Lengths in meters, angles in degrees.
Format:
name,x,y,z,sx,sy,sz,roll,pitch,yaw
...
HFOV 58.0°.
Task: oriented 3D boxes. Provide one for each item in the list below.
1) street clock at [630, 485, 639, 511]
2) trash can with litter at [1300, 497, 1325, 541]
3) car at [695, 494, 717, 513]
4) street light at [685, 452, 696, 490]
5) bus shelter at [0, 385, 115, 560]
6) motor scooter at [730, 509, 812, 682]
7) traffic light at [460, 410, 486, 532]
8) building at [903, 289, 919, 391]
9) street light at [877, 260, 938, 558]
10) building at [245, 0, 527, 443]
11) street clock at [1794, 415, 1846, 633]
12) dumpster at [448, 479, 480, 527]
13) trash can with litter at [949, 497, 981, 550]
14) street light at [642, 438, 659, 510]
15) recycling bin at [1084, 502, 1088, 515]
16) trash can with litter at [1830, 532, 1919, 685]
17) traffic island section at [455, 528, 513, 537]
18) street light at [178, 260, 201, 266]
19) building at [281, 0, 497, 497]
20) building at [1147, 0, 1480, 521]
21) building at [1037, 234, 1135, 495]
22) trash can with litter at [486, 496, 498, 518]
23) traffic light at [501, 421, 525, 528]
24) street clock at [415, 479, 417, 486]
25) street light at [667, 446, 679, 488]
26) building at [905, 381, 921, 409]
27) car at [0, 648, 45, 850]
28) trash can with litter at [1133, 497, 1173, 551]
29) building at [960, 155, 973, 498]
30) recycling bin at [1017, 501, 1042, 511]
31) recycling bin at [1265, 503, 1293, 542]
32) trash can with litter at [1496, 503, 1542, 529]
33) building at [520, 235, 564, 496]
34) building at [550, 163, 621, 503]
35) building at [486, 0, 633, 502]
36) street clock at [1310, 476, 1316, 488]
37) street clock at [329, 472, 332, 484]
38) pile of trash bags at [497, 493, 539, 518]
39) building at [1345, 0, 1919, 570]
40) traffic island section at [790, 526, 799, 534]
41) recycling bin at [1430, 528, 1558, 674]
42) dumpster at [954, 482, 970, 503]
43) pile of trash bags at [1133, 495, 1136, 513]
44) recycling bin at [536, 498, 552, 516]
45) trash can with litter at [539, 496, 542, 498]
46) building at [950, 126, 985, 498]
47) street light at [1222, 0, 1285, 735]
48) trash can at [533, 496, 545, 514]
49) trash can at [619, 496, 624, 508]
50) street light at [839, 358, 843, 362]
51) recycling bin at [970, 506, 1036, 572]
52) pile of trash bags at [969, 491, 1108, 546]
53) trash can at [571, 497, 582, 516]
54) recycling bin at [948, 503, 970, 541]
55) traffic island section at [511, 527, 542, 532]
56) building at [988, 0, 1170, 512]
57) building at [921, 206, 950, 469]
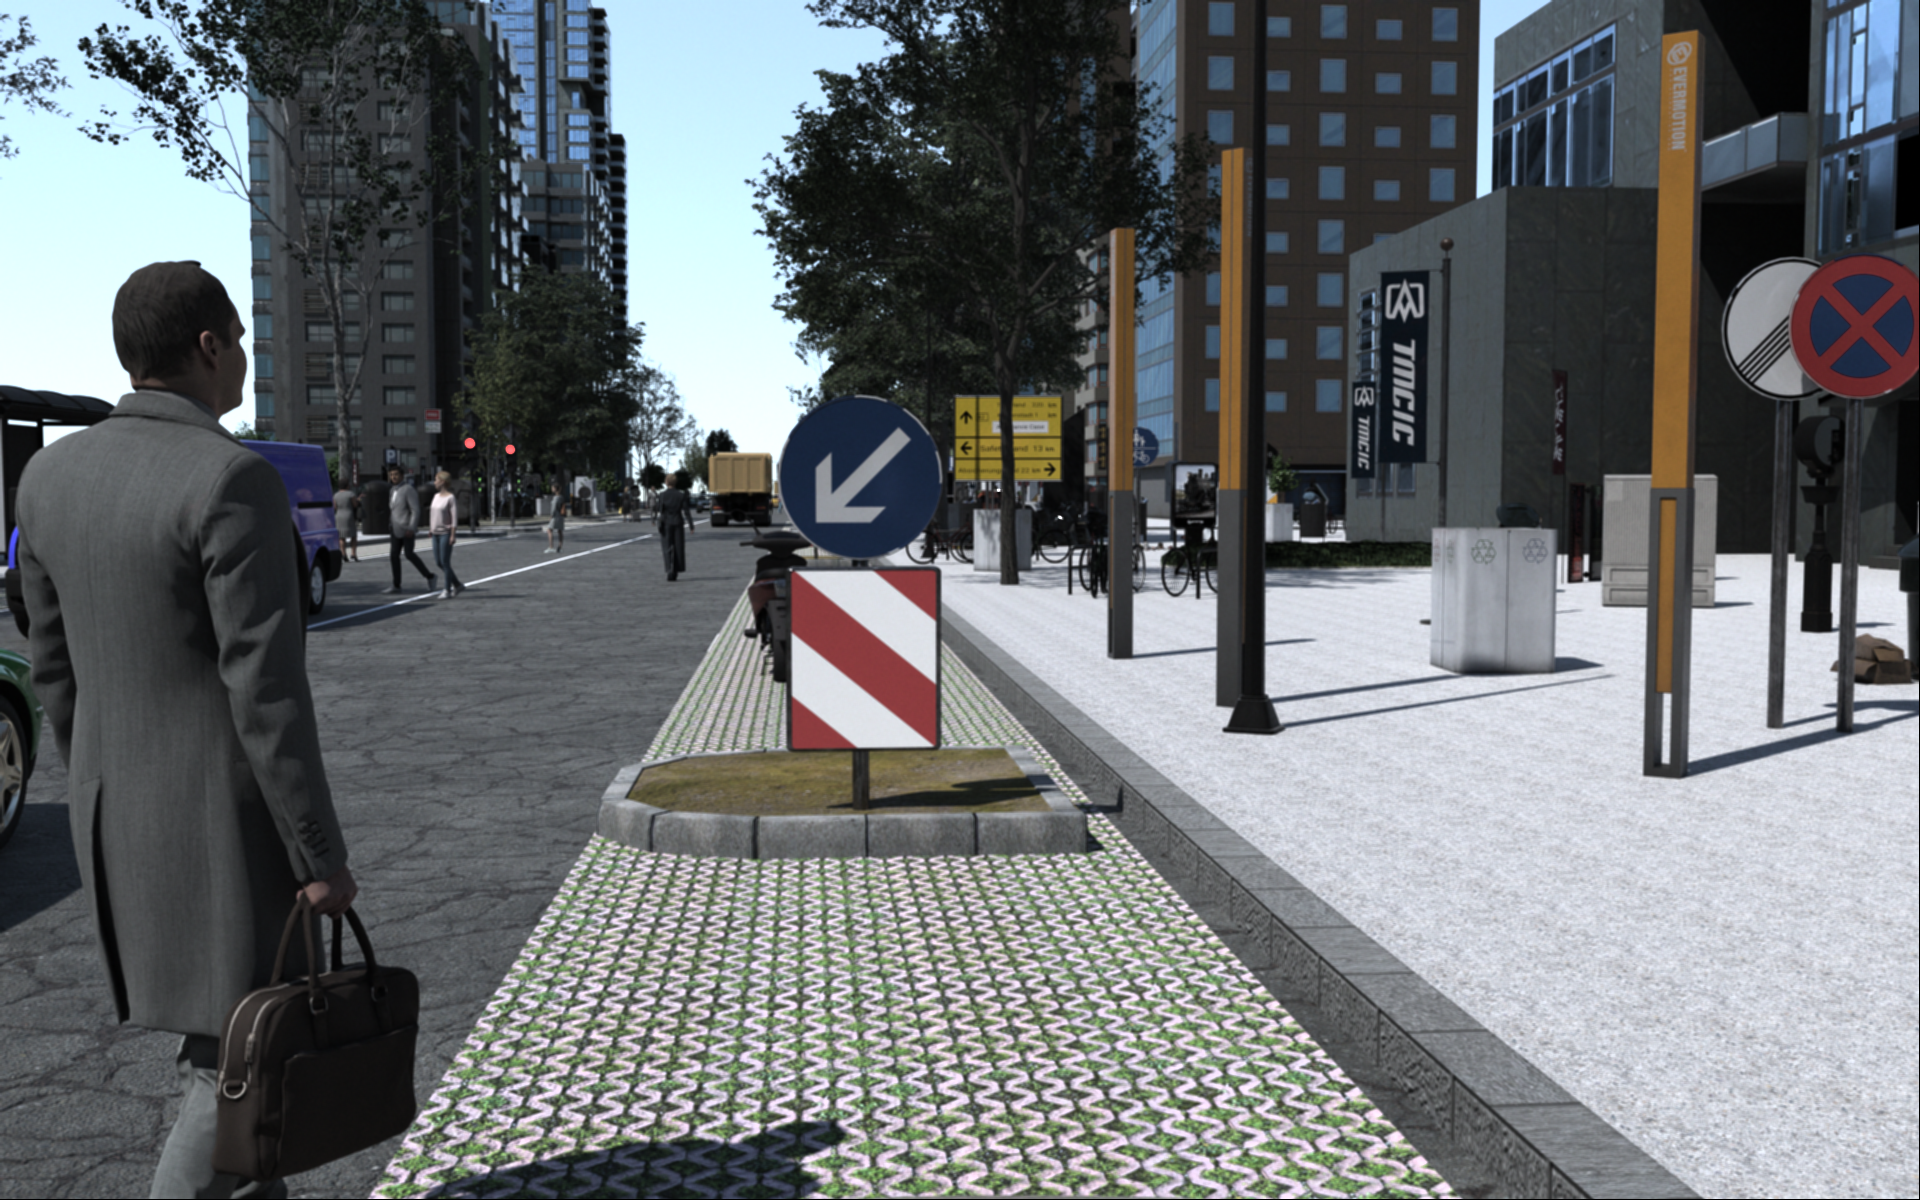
name,x,y,z,sx,sy,sz,roll,pitch,yaw
street clock,-25.699,-8.126,137.432,0.471,2.002,0.358,-2,4,-24
trash can with litter,7.984,-1.606,37.314,2.233,1.210,1.678,1,4,12
car,-18.977,-7.405,130.853,2.009,1.686,4.222,0,4,-5
street light,-29.966,-13.463,192.666,1.470,5.913,1.316,0,4,-5
bus shelter,-17.860,-2.395,33.077,2.014,3.302,5.546,0,4,-5
motor scooter,-1.418,-0.063,13.807,0.815,1.314,1.986,0,4,-6
traffic light,-16.391,-4.240,58.247,0.839,4.253,0.868,0,4,-5
building,-2.864,-37.419,295.399,14.154,41.232,14.086,0,4,-5
street light,-1.161,-3.793,34.564,1.470,5.913,1.316,0,4,-5
building,-54.298,-33.510,167.493,23.786,49.044,30.456,0,4,-5
street clock,7.969,-0.703,16.057,0.471,2.002,0.358,-1,4,-23
dumpster,-19.424,-3.765,67.315,1.264,1.857,1.865,0,4,-5
trash can with litter,0.575,-1.759,39.816,2.233,1.210,1.678,1,4,19
street light,-25.375,-10.378,142.215,1.470,5.913,1.316,0,4,-5
recycling bin,3.796,-2.707,56.808,0.722,1.027,0.722,1,4,9
trash can with litter,6.555,-0.024,11.780,1.055,1.170,0.624,-1,4,-14
traffic island section,-16.432,-2.208,58.378,2.009,0.180,2.903,0,4,-5
street light,-15.750,-3.787,34.465,1.470,5.913,1.316,0,4,-5
building,-47.715,-28.282,146.002,14.154,41.232,14.086,0,4,-5
building,16.959,-26.808,88.415,14.200,45.320,14.600,0,4,-5
building,21.458,-17.478,130.808,27.650,21.520,28.899,0,4,-5
trash can with litter,-24.927,-4.922,91.863,0.624,1.170,1.055,-3,5,-42
traffic light,-17.106,-4.727,66.200,0.839,4.253,0.868,0,4,-5
street clock,-23.185,-4.193,73.121,0.471,2.002,0.358,1,4,19
street light,-27.727,-11.924,167.497,1.470,5.913,1.316,0,4,-5
building,5.907,-26.312,275.248,27.650,21.520,28.899,0,4,-5
car,-4.550,0.211,5.339,1.959,1.807,4.718,0,4,-5
trash can with litter,4.456,-1.784,40.230,1.678,1.210,2.233,2,4,31
building,7.539,-32.654,184.002,14.600,45.320,14.200,0,4,-5
recycling bin,2.525,-2.846,59.081,0.722,1.027,0.722,3,5,41
recycling bin,8.414,-2.065,46.314,0.722,1.027,0.722,-2,4,-27
trash can with litter,7.240,-0.661,22.193,0.624,1.170,1.055,0,4,5
building,-51.851,-25.655,191.152,14.160,30.474,14.107,0,4,-5
building,-62.211,-38.564,250.125,23.786,49.044,30.456,0,4,-5
building,-64.127,-59.140,279.604,22.319,86.520,31.000,0,4,-5
street clock,14.482,-4.072,71.147,0.358,2.002,0.471,1,4,12
street clock,-20.864,-3.207,56.997,0.358,2.002,0.471,1,4,10
pile of trash bags,-24.940,-5.147,93.900,3.447,1.369,1.912,-2,4,-26
building,22.963,-43.870,29.954,22.319,86.520,31.000,0,4,-5
traffic island section,-5.602,-2.757,67.360,2.009,0.180,2.903,0,4,-5
recycling bin,3.900,-0.008,12.693,0.722,1.027,0.722,0,4,-1
dumpster,-0.234,-4.049,71.957,1.264,1.857,1.865,0,4,-5
pile of trash bags,3.810,-2.560,51.606,3.447,1.369,1.912,-2,4,-33
recycling bin,-24.608,-5.497,102.429,0.722,1.027,0.722,-2,4,-31
trash can with litter,-27.039,-6.038,110.111,1.055,1.170,0.624,0,4,-5
building,5.745,-31.502,198.655,14.154,41.232,14.086,0,4,-5
street light,1.054,-2.240,9.173,1.470,5.913,1.316,0,4,-5
trash can,-25.588,-5.730,105.346,0.748,1.137,0.748,0,3,0
trash can,-24.626,-7.053,126.963,0.748,1.137,0.748,0,3,0
street light,-3.501,-5.313,59.405,1.470,5.913,1.316,0,4,-5
recycling bin,0.712,-1.002,28.930,0.722,1.027,0.722,3,5,40
pile of trash bags,1.760,-2.101,44.102,3.447,1.369,1.912,3,5,42
trash can,-22.383,-5.470,101.083,0.748,1.137,0.748,0,3,0
recycling bin,0.104,-2.137,47.499,0.722,1.027,0.722,2,4,30
traffic island section,-17.147,-2.694,66.331,2.009,0.180,2.903,0,4,-5
building,9.830,-30.914,155.559,14.600,45.320,14.200,0,4,-5
building,1.721,-36.758,251.108,14.600,45.320,14.200,0,4,-5
